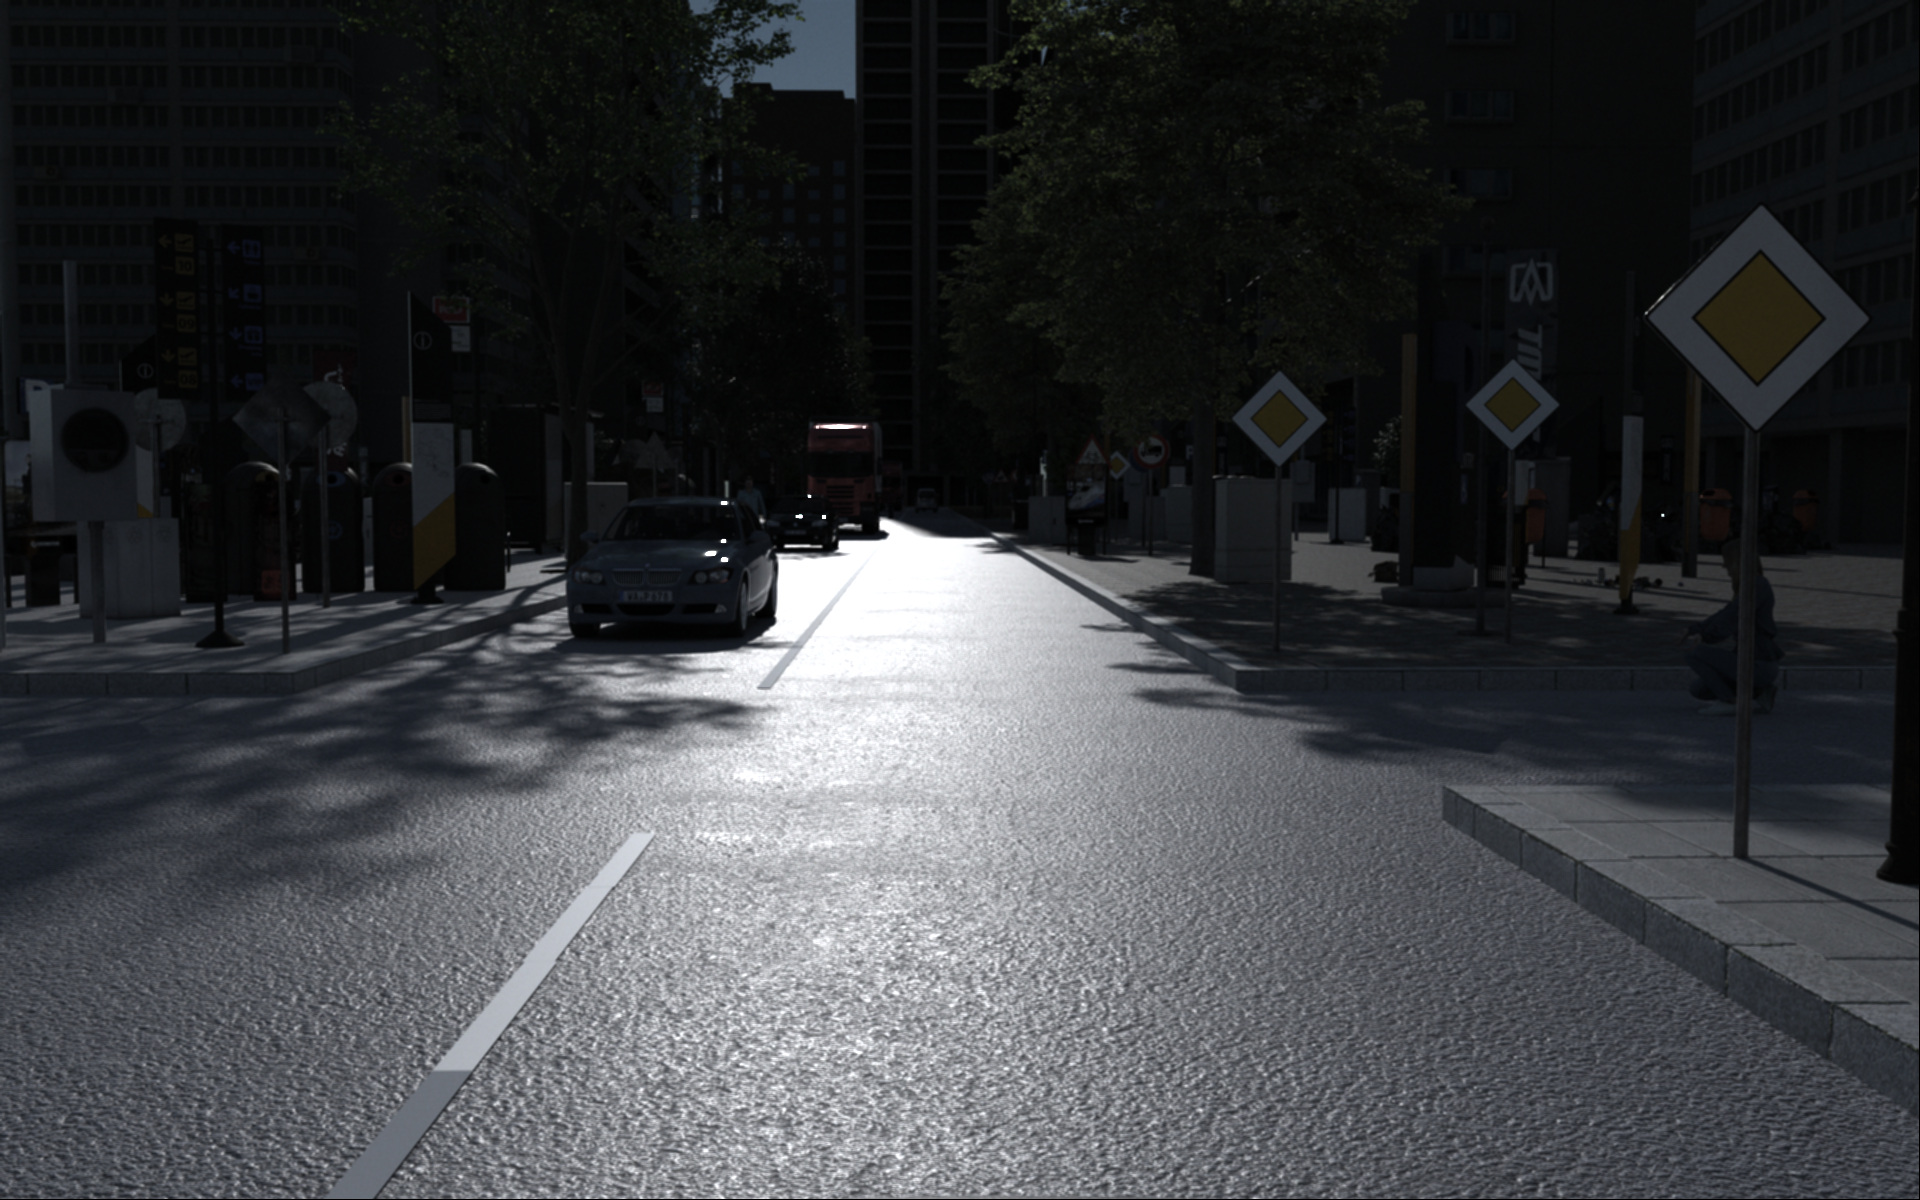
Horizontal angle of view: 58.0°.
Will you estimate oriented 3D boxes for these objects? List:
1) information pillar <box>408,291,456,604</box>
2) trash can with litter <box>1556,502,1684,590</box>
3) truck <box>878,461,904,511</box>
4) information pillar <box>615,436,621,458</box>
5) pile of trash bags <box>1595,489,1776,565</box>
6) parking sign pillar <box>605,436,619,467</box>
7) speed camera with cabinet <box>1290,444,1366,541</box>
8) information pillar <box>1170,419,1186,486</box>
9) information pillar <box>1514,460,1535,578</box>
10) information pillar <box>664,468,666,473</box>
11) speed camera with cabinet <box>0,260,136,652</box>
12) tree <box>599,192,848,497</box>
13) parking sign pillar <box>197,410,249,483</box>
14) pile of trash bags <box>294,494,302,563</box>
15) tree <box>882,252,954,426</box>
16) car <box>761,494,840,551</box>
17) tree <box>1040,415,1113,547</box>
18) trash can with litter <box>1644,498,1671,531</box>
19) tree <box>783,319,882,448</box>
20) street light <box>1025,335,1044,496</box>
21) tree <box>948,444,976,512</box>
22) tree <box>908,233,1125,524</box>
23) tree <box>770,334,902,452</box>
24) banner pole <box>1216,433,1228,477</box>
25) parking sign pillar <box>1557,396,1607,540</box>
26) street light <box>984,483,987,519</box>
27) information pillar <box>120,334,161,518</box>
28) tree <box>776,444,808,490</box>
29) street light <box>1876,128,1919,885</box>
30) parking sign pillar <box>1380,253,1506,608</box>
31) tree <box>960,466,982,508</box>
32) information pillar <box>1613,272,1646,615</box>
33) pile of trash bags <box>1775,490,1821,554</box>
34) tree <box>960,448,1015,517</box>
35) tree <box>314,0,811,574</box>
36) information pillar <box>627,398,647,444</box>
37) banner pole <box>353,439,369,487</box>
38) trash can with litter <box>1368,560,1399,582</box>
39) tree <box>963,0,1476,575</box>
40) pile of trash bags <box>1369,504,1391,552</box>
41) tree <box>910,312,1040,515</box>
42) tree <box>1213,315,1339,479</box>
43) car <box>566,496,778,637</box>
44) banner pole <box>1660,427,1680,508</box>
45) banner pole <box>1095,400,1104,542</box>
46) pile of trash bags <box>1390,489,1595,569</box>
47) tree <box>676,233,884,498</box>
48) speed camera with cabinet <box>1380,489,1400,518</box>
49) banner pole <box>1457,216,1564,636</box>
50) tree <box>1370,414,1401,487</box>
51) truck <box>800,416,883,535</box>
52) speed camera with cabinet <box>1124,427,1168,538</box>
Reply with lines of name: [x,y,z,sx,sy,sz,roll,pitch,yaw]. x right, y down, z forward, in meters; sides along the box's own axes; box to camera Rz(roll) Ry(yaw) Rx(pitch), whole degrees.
information pillar: [-6.171,-1.765,20.216,0.504,3.616,0.183,-2,4,-29]
trash can with litter: [9.237,-0.805,24.214,1.678,1.210,2.233,1,4,18]
truck: [-6.184,-9.729,147.984,2.839,4.237,11.283,0,4,-2]
information pillar: [-13.666,-4.771,69.355,0.183,3.616,0.504,1,4,10]
pile of trash bags: [13.231,-1.399,32.634,1.912,1.369,3.447,-1,4,-18]
parking sign pillar: [-16.109,-5.666,81.104,1.447,3.967,1.447,-3,5,-40]
speed camera with cabinet: [10.093,-3.253,47.523,2.038,3.252,0.660,1,4,10]
information pillar: [6.539,-3.707,51.965,0.504,3.616,0.183,-1,4,-16]
information pillar: [8.655,-2.160,26.672,0.183,3.616,0.504,2,4,33]
information pillar: [-15.017,-5.917,88.093,0.504,3.616,0.183,1,4,11]
speed camera with cabinet: [-7.892,-1.213,14.165,0.660,3.252,2.038,3,5,44]
tree: [-7.123,-7.244,52.846,8.767,10.594,7.601,1,4,16]
parking sign pillar: [-23.370,-4.051,54.709,1.447,3.967,1.447,-2,4,-29]
pile of trash bags: [-13.173,-1.360,31.991,1.912,1.369,3.447,1,4,13]
tree: [2.678,-8.551,57.932,7.486,12.596,7.792,0,3,0]
car: [-4.097,-2.155,45.025,2.009,1.686,4.222,0,4,0]
tree: [2.731,-2.951,42.852,1.663,3.219,1.824,0,3,0]
trash can with litter: [17.995,-2.069,45.223,1.055,1.170,0.624,-1,4,-11]
tree: [-8.485,-11.793,110.943,7.486,12.596,7.792,0,3,0]
street light: [2.175,-4.759,50.591,0.468,5.910,1.993,0,4,-1]
tree: [0.929,-10.496,121.969,4.360,8.622,3.978,0,3,0]
tree: [2.627,-9.589,73.789,9.611,12.733,9.660,0,3,0]
tree: [-9.331,-13.280,127.496,12.009,13.543,11.850,0,3,0]
banner pole: [9.334,-4.446,62.711,0.863,3.779,0.401,-1,4,-23]
parking sign pillar: [17.353,-3.664,48.372,1.447,3.967,1.447,-3,4,-38]
street light: [1.292,-7.056,88.147,0.468,5.910,1.993,0,4,-1]
information pillar: [-11.897,-2.070,25.191,0.504,3.616,0.183,-2,4,-30]
tree: [-8.817,-6.991,98.019,4.285,4.588,4.351,0,3,0]
street light: [3.153,-2.006,5.589,0.468,5.910,1.993,0,4,-1]
parking sign pillar: [5.630,-1.929,20.017,1.447,3.967,1.447,2,4,28]
tree: [0.836,-12.868,160.759,4.737,8.622,4.395,0,3,0]
information pillar: [7.191,-1.662,18.522,0.183,3.616,0.504,3,4,36]
pile of trash bags: [17.416,-1.694,37.453,3.447,1.369,1.912,-2,4,-32]
tree: [1.512,-7.003,98.220,4.285,4.588,4.351,0,3,0]
tree: [-6.218,-6.237,27.738,9.928,11.665,9.643,0,3,0]
information pillar: [-7.877,-3.122,42.402,0.504,3.616,0.183,0,4,-4]
banner pole: [-27.100,-5.399,78.292,0.863,3.779,0.401,0,4,8]
trash can with litter: [6.469,-0.843,25.169,1.055,1.170,0.624,2,4,29]
tree: [3.959,-6.647,26.800,7.486,12.596,7.792,0,3,0]
pile of trash bags: [10.964,-1.757,38.475,3.447,1.369,1.912,0,4,-6]
tree: [1.800,-12.272,107.294,9.857,13.997,8.962,0,3,0]
tree: [13.071,-7.250,68.902,4.360,8.622,3.978,0,3,0]
car: [-3.017,-0.420,18.868,2.014,1.417,4.499,0,4,0]
banner pole: [26.529,-4.564,64.636,0.863,3.779,0.401,0,4,6]
banner pole: [3.730,-3.434,46.165,0.401,3.779,0.863,1,4,19]
pile of trash bags: [9.494,-1.308,31.137,1.912,1.369,3.447,-1,4,-14]
tree: [-8.044,-9.750,76.413,9.611,12.733,9.660,0,3,0]
speed camera with cabinet: [14.203,-3.733,55.365,2.038,3.252,0.660,-2,4,-28]
banner pole: [4.955,-1.564,15.589,0.863,3.779,0.401,2,4,25]
tree: [16.878,-4.902,63.857,4.285,4.588,4.351,0,3,0]
truck: [-4.235,-4.622,64.477,2.839,4.237,11.283,0,4,-1]
speed camera with cabinet: [5.859,-3.465,50.995,2.038,3.252,0.660,1,4,9]
